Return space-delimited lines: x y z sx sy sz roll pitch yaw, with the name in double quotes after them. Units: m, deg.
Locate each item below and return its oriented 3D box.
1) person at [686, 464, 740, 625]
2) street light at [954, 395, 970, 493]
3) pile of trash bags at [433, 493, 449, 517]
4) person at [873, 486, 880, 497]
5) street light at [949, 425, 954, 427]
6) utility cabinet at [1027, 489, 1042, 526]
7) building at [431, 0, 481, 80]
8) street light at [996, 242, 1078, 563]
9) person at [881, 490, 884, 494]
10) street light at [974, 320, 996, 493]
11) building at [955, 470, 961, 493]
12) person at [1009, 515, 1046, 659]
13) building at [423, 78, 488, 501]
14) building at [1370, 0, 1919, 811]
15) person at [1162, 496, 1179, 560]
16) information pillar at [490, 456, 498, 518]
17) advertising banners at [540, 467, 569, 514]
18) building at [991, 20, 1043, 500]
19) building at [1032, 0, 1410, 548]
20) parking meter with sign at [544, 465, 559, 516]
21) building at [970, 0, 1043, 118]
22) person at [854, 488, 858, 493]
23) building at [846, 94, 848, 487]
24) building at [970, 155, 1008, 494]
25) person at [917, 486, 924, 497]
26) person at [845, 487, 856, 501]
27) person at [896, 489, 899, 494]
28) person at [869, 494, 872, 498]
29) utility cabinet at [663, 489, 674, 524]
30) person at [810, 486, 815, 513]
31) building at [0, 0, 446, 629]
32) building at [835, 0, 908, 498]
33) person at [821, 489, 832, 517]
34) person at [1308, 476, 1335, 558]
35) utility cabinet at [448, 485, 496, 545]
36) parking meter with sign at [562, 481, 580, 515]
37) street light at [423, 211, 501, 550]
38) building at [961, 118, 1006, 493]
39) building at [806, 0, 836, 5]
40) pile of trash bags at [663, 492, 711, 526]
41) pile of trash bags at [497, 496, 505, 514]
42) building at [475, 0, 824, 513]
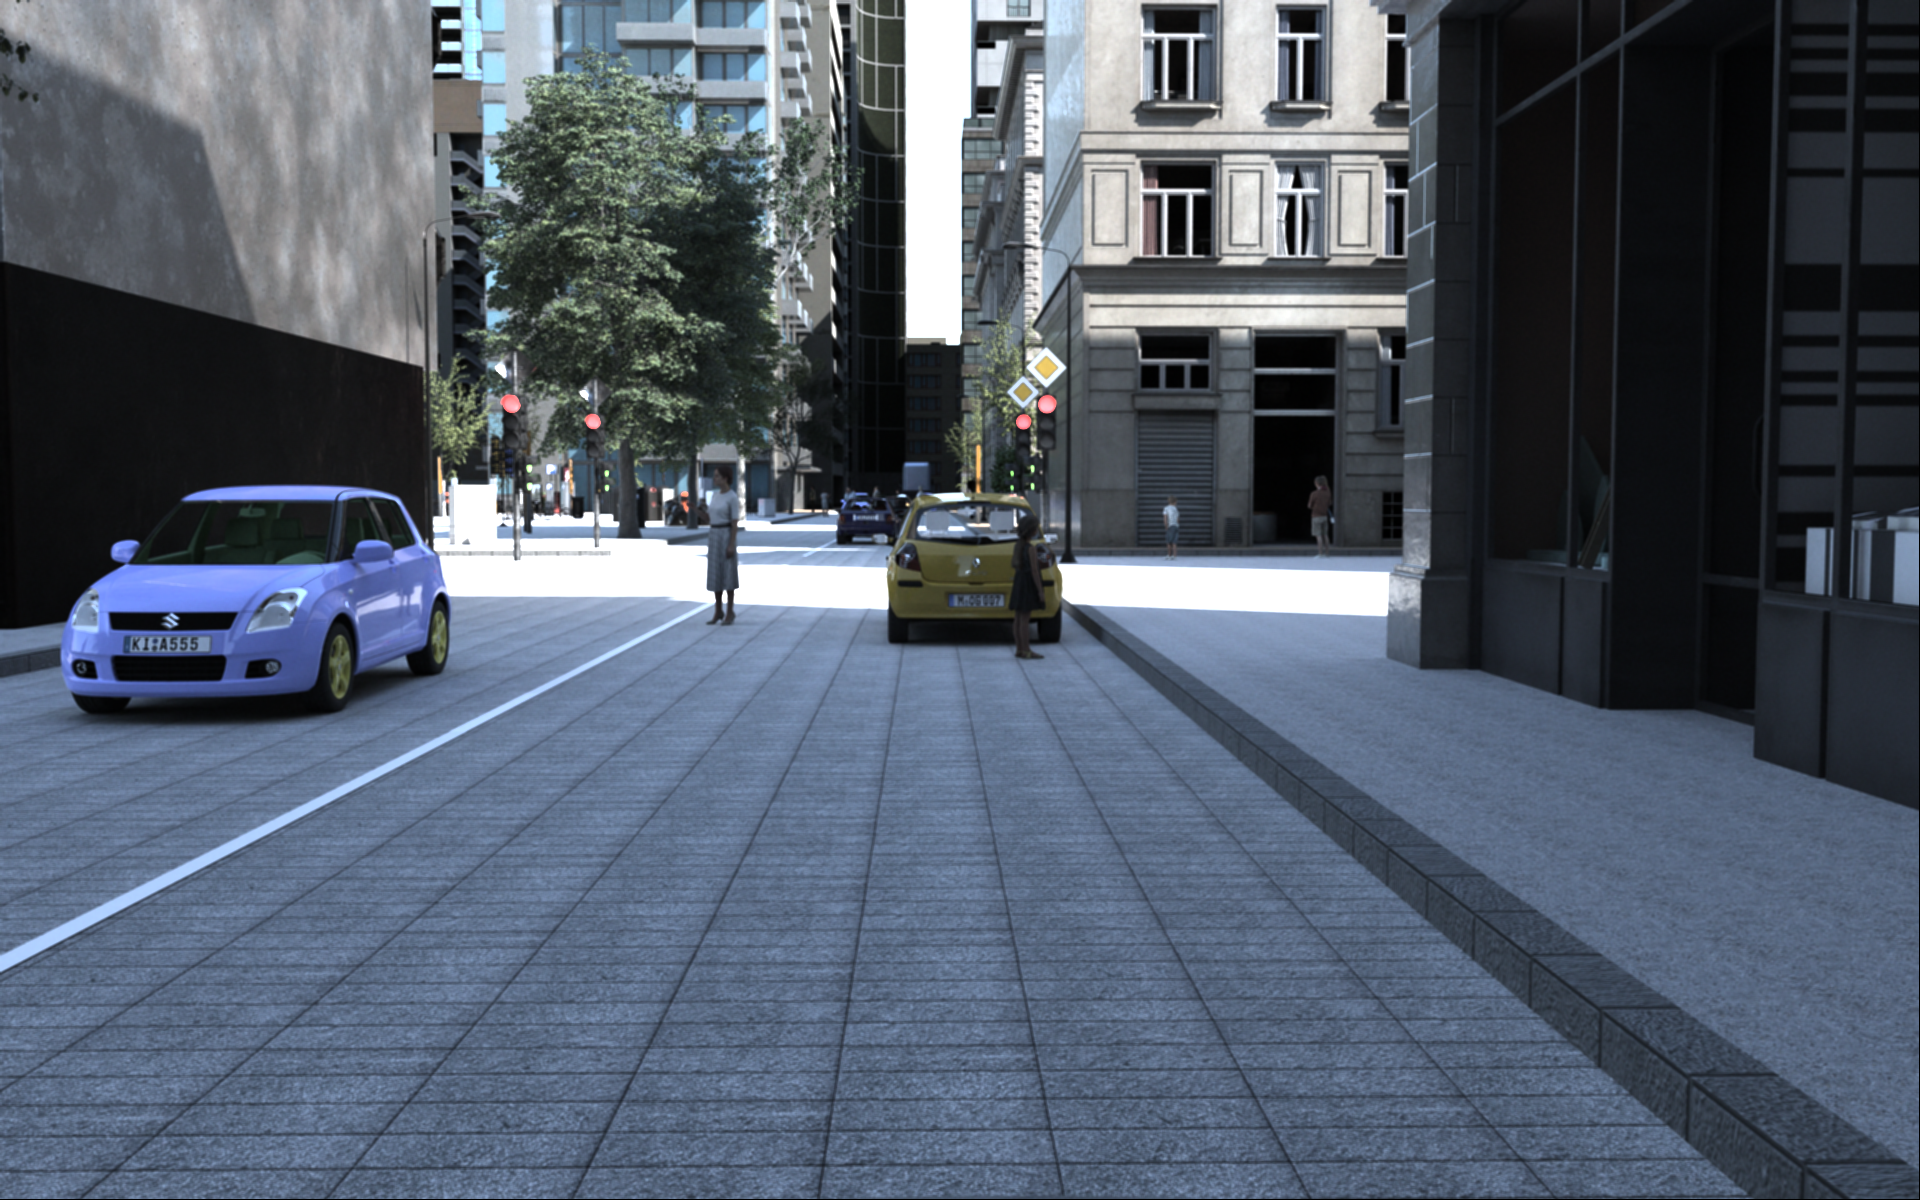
-2.677 -0.605 18.967 0.480 1.755 0.524 3 4 39 "person"
0.572 -6.648 81.234 1.470 5.913 1.316 0 4 -1 "street light"
-29.652 -5.404 98.114 1.912 1.369 3.447 1 4 9 "pile of trash bags"
-3.877 -4.315 79.233 0.473 1.802 0.592 3 4 36 "person"
-0.012 -8.791 116.275 1.470 5.913 1.316 0 4 -1 "street light"
3.093 -3.418 64.556 1.173 1.500 0.318 1 4 10 "utility cabinet"
-56.989 -54.799 208.637 31.000 86.520 22.319 0 4 -1 "building"
1.475 -3.644 32.122 1.470 5.913 1.316 0 4 -1 "street light"
-6.473 -8.410 146.718 0.721 1.735 1.217 0 4 -8 "person"
1.153 -4.521 46.452 1.470 5.913 1.316 0 4 -1 "street light"
9.918 -45.399 180.520 20.563 71.187 20.611 0 4 -1 "building"
0.597 -0.118 15.099 0.373 1.253 0.362 -1 4 -23 "person"
-54.795 -32.675 184.345 14.200 45.320 14.600 0 4 -1 "building"
7.801 -9.834 11.690 10.553 20.767 40.483 0 4 -1 "building"
4.103 -1.407 33.737 0.332 1.250 0.352 1 4 12 "person"
-24.771 -6.152 91.939 0.183 3.616 0.504 1 4 19 "information pillar"
-26.420 -7.162 113.290 2.074 3.025 0.090 -1 4 -17 "advertising banners"
7.366 -15.461 81.669 11.050 23.489 19.941 0 4 -1 "building"
16.980 -13.147 48.238 30.059 22.955 16.112 0 4 -1 "building"
-24.336 -6.509 102.684 0.543 3.016 1.738 0 4 -7 "parking meter with sign"
14.633 -34.721 156.929 28.713 52.752 27.495 0 4 -1 "building"
-7.173 -6.725 118.465 0.705 1.822 1.348 1 4 19 "person"
-22.734 -34.060 180.587 21.600 48.544 21.300 0 4 -1 "building"
7.556 -16.054 104.290 13.314 21.916 24.055 0 4 -1 "building"
-1.953 -4.870 88.008 0.818 1.842 0.514 0 4 8 "person"
-5.196 -4.535 82.913 0.793 1.790 0.793 -2 4 -33 "person"
-4.529 -6.925 122.253 0.750 1.759 0.617 1 4 14 "person"
-9.572 -10.618 185.327 0.599 1.433 0.991 -3 5 -42 "person"
-12.515 -4.019 74.387 0.318 1.500 1.173 0 4 -1 "utility cabinet"
-10.180 -6.928 119.407 0.705 1.812 1.348 0 4 -1 "person"
-17.461 -9.577 24.034 16.811 18.784 16.820 0 4 -1 "building"
-16.683 -47.124 208.730 20.611 71.187 20.563 0 4 -1 "building"
-8.310 -6.068 108.062 0.716 1.782 0.532 2 4 23 "person"
7.834 -1.778 37.548 0.573 1.828 0.580 1 4 11 "person"
-12.272 -2.134 43.573 0.318 1.500 1.173 3 5 41 "utility cabinet"
-23.578 -6.612 104.366 1.738 3.016 0.543 -3 4 -39 "parking meter with sign"
-8.242 -3.428 28.595 1.470 5.913 1.316 0 4 -1 "street light"
7.049 -22.301 136.321 14.160 30.474 14.107 0 4 -1 "building"
-21.744 -32.602 156.737 21.300 48.544 21.600 0 4 -1 "building"
-11.162 -3.726 70.671 1.912 1.369 3.447 -1 4 -13 "pile of trash bags"
-31.368 -6.404 114.458 1.912 1.369 3.447 -2 4 -31 "pile of trash bags"
-22.778 -31.250 130.552 23.786 49.044 30.456 0 4 -1 "building"
